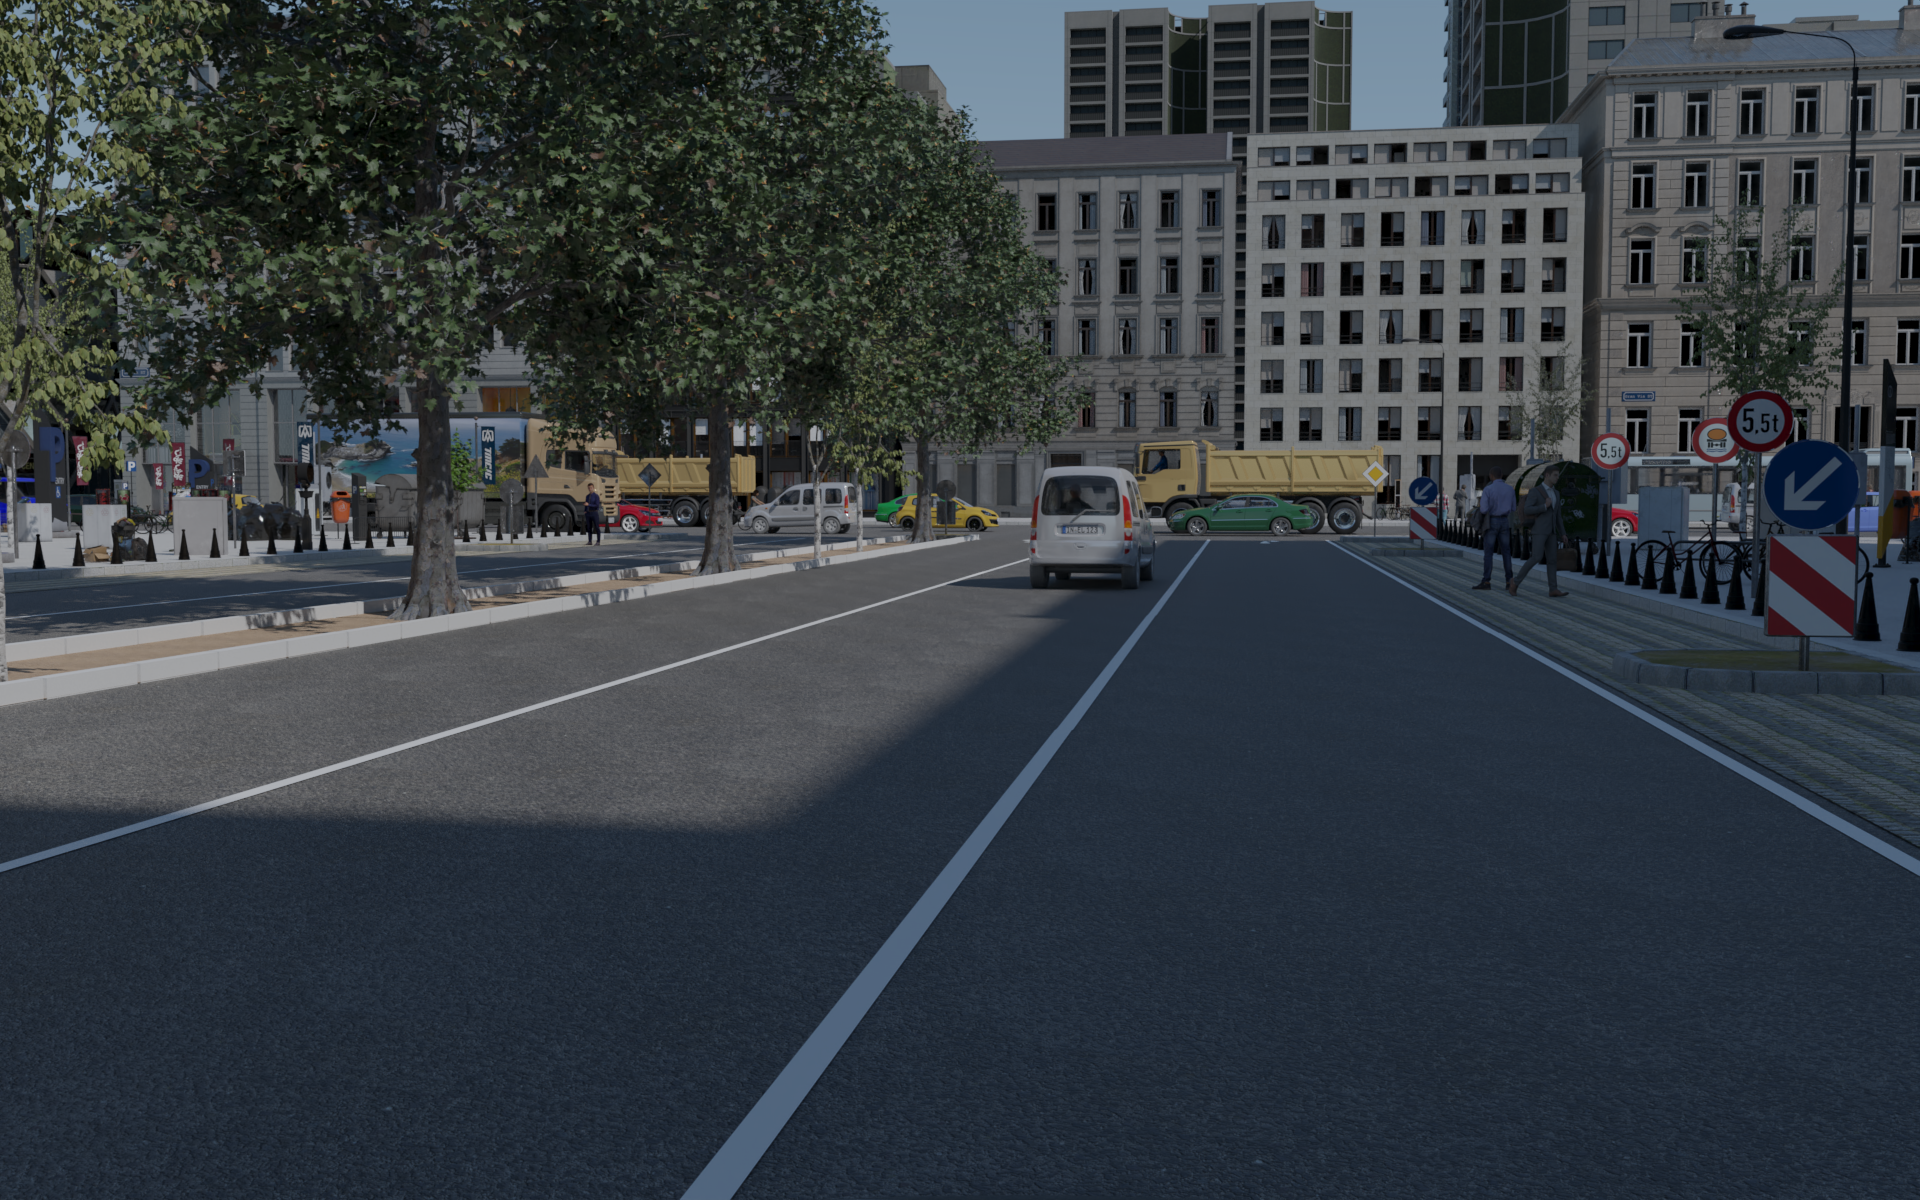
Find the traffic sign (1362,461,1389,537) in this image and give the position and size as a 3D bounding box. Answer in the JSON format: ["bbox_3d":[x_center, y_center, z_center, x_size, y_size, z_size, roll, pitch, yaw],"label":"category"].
[{"bbox_3d":[12.465,-2.958,52.005,0.795,2.450,0.064,1,4,9],"label":"traffic sign"}]

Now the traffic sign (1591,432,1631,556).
[{"bbox_3d":[13.439,-2.184,35.819,0.768,2.556,0.104,1,4,18],"label":"traffic sign"}]

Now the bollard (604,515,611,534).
[{"bbox_3d":[-11.433,-2.451,56.116,0.229,0.601,0.229,0,3,0],"label":"bollard"}]

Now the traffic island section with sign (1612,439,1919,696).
[{"bbox_3d":[6.149,-0.284,13.269,1.989,1.847,2.006,1,4,9],"label":"traffic island section with sign"}]

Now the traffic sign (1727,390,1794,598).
[{"bbox_3d":[9.794,-1.295,21.272,0.768,2.556,0.104,1,4,12],"label":"traffic sign"}]

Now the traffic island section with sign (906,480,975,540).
[{"bbox_3d":[-0.546,-2.832,54.446,2.006,1.907,1.989,1,4,9],"label":"traffic island section with sign"}]

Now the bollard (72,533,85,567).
[{"bbox_3d":[-15.608,-0.894,30.658,0.229,0.601,0.229,0,3,0],"label":"bollard"}]

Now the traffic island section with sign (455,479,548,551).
[{"bbox_3d":[-11.586,-2.160,43.952,1.989,1.847,2.006,1,4,9],"label":"traffic island section with sign"}]

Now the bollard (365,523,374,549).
[{"bbox_3d":[-13.939,-1.518,40.857,0.229,0.601,0.229,0,3,0],"label":"bollard"}]

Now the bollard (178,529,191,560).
[{"bbox_3d":[-15.106,-1.080,33.707,0.229,0.601,0.229,0,3,0],"label":"bollard"}]

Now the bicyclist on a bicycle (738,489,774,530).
[{"bbox_3d":[-7.959,-3.549,68.041,1.625,1.676,1.499,1,4,9],"label":"bicyclist on a bicycle"}]

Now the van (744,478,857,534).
[{"bbox_3d":[-5.768,-3.406,62.703,4.112,2.044,2.013,1,4,11],"label":"van"}]

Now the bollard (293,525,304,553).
[{"bbox_3d":[-14.442,-1.330,37.780,0.229,0.601,0.229,0,3,0],"label":"bollard"}]

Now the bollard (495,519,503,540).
[{"bbox_3d":[-12.769,-1.954,47.984,0.229,0.601,0.229,0,3,0],"label":"bollard"}]

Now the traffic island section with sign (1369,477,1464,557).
[{"bbox_3d":[10.562,-1.931,40.205,1.989,1.847,2.006,1,4,9],"label":"traffic island section with sign"}]

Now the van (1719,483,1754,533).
[{"bbox_3d":[30.516,-3.506,64.339,4.112,2.044,2.013,1,4,10],"label":"van"}]

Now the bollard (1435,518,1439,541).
[{"bbox_3d":[13.282,-1.938,47.726,0.229,0.601,0.229,0,3,0],"label":"bollard"}]

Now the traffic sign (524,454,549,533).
[{"bbox_3d":[-13.850,-3.461,56.588,0.884,2.594,0.081,1,4,10],"label":"traffic sign"}]

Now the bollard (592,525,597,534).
[{"bbox_3d":[-11.604,-2.389,55.103,0.229,0.601,0.229,0,3,0],"label":"bollard"}]

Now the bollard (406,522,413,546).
[{"bbox_3d":[-13.605,-1.642,42.883,0.229,0.601,0.229,0,3,0],"label":"bollard"}]

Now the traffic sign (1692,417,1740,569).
[{"bbox_3d":[12.514,-1.749,28.705,0.768,2.556,0.104,1,4,18],"label":"traffic sign"}]

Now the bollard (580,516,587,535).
[{"bbox_3d":[-11.773,-2.327,54.091,0.229,0.601,0.229,0,3,0],"label":"bollard"}]

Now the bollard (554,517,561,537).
[{"bbox_3d":[-12.104,-2.202,52.049,0.229,0.601,0.229,0,3,0],"label":"bollard"}]

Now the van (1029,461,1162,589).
[{"bbox_3d":[2.160,-1.259,27.594,2.013,2.044,4.112,1,4,11],"label":"van"}]

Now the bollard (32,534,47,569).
[{"bbox_3d":[-15.772,-0.832,29.644,0.229,0.601,0.229,0,3,0],"label":"bollard"}]

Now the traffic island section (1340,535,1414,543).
[{"bbox_3d":[12.489,-1.822,52.078,2.009,0.180,2.903,1,4,9],"label":"traffic island section"}]

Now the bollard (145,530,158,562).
[{"bbox_3d":[-15.275,-1.019,32.695,0.229,0.601,0.229,0,3,0],"label":"bollard"}]

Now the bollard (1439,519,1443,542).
[{"bbox_3d":[13.115,-1.876,46.709,0.229,0.601,0.229,0,3,0],"label":"bollard"}]

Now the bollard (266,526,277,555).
[{"bbox_3d":[-14.610,-1.267,36.754,0.229,0.601,0.229,0,3,0],"label":"bollard"}]

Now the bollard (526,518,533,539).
[{"bbox_3d":[-12.434,-2.078,50.022,0.229,0.601,0.229,0,3,0],"label":"bollard"}]

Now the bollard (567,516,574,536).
[{"bbox_3d":[-11.939,-2.264,53.062,0.229,0.601,0.229,0,3,0],"label":"bollard"}]

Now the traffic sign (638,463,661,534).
[{"bbox_3d":[-9.979,-3.183,55.685,0.795,2.450,0.064,1,4,9],"label":"traffic sign"}]

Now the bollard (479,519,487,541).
[{"bbox_3d":[-12.935,-1.891,46.962,0.229,0.601,0.229,0,3,0],"label":"bollard"}]

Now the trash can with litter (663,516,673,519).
[{"bbox_3d":[-15.026,-4.824,89.936,2.233,1.210,1.678,0,4,-3],"label":"trash can with litter"}]

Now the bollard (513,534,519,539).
[{"bbox_3d":[-12.603,-2.016,49.009,0.229,0.601,0.229,0,3,0],"label":"bollard"}]

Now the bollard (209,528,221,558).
[{"bbox_3d":[-14.940,-1.142,34.721,0.229,0.601,0.229,0,3,0],"label":"bollard"}]

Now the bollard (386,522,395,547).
[{"bbox_3d":[-13.772,-1.580,41.870,0.229,0.601,0.229,0,3,0],"label":"bollard"}]

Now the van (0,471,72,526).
[{"bbox_3d":[-34.754,-3.553,62.472,5.245,2.365,2.240,1,4,11],"label":"van"}]

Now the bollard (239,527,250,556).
[{"bbox_3d":[-14.775,-1.204,35.734,0.229,0.601,0.229,0,3,0],"label":"bollard"}]

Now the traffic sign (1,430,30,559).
[{"bbox_3d":[-18.729,-2.092,34.308,0.768,2.556,0.104,1,4,18],"label":"traffic sign"}]

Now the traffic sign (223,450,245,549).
[{"bbox_3d":[-17.044,-2.357,40.669,0.606,2.300,0.079,1,4,16],"label":"traffic sign"}]

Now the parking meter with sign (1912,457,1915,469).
[{"bbox_3d":[44.071,-5.201,81.291,1.738,3.016,0.543,-3,4,-36],"label":"parking meter with sign"}]

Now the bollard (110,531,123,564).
[{"bbox_3d":[-15.435,-0.957,31.681,0.229,0.601,0.229,0,3,0],"label":"bollard"}]

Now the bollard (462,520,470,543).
[{"bbox_3d":[-13.101,-1.829,45.948,0.229,0.601,0.229,0,3,0],"label":"bollard"}]

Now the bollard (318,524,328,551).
[{"bbox_3d":[-14.277,-1.392,38.806,0.229,0.601,0.229,0,3,0],"label":"bollard"}]

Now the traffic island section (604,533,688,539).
[{"bbox_3d":[-10.003,-2.047,55.751,2.009,0.180,2.903,1,4,9],"label":"traffic island section"}]

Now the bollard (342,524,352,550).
[{"bbox_3d":[-14.103,-1.455,39.837,0.229,0.601,0.229,0,3,0],"label":"bollard"}]

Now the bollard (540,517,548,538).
[{"bbox_3d":[-12.271,-2.140,51.036,0.229,0.601,0.229,0,3,0],"label":"bollard"}]

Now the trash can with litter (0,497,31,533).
[{"bbox_3d":[-31.560,-2.844,57.889,0.624,1.170,1.055,3,4,39],"label":"trash can with litter"}]
